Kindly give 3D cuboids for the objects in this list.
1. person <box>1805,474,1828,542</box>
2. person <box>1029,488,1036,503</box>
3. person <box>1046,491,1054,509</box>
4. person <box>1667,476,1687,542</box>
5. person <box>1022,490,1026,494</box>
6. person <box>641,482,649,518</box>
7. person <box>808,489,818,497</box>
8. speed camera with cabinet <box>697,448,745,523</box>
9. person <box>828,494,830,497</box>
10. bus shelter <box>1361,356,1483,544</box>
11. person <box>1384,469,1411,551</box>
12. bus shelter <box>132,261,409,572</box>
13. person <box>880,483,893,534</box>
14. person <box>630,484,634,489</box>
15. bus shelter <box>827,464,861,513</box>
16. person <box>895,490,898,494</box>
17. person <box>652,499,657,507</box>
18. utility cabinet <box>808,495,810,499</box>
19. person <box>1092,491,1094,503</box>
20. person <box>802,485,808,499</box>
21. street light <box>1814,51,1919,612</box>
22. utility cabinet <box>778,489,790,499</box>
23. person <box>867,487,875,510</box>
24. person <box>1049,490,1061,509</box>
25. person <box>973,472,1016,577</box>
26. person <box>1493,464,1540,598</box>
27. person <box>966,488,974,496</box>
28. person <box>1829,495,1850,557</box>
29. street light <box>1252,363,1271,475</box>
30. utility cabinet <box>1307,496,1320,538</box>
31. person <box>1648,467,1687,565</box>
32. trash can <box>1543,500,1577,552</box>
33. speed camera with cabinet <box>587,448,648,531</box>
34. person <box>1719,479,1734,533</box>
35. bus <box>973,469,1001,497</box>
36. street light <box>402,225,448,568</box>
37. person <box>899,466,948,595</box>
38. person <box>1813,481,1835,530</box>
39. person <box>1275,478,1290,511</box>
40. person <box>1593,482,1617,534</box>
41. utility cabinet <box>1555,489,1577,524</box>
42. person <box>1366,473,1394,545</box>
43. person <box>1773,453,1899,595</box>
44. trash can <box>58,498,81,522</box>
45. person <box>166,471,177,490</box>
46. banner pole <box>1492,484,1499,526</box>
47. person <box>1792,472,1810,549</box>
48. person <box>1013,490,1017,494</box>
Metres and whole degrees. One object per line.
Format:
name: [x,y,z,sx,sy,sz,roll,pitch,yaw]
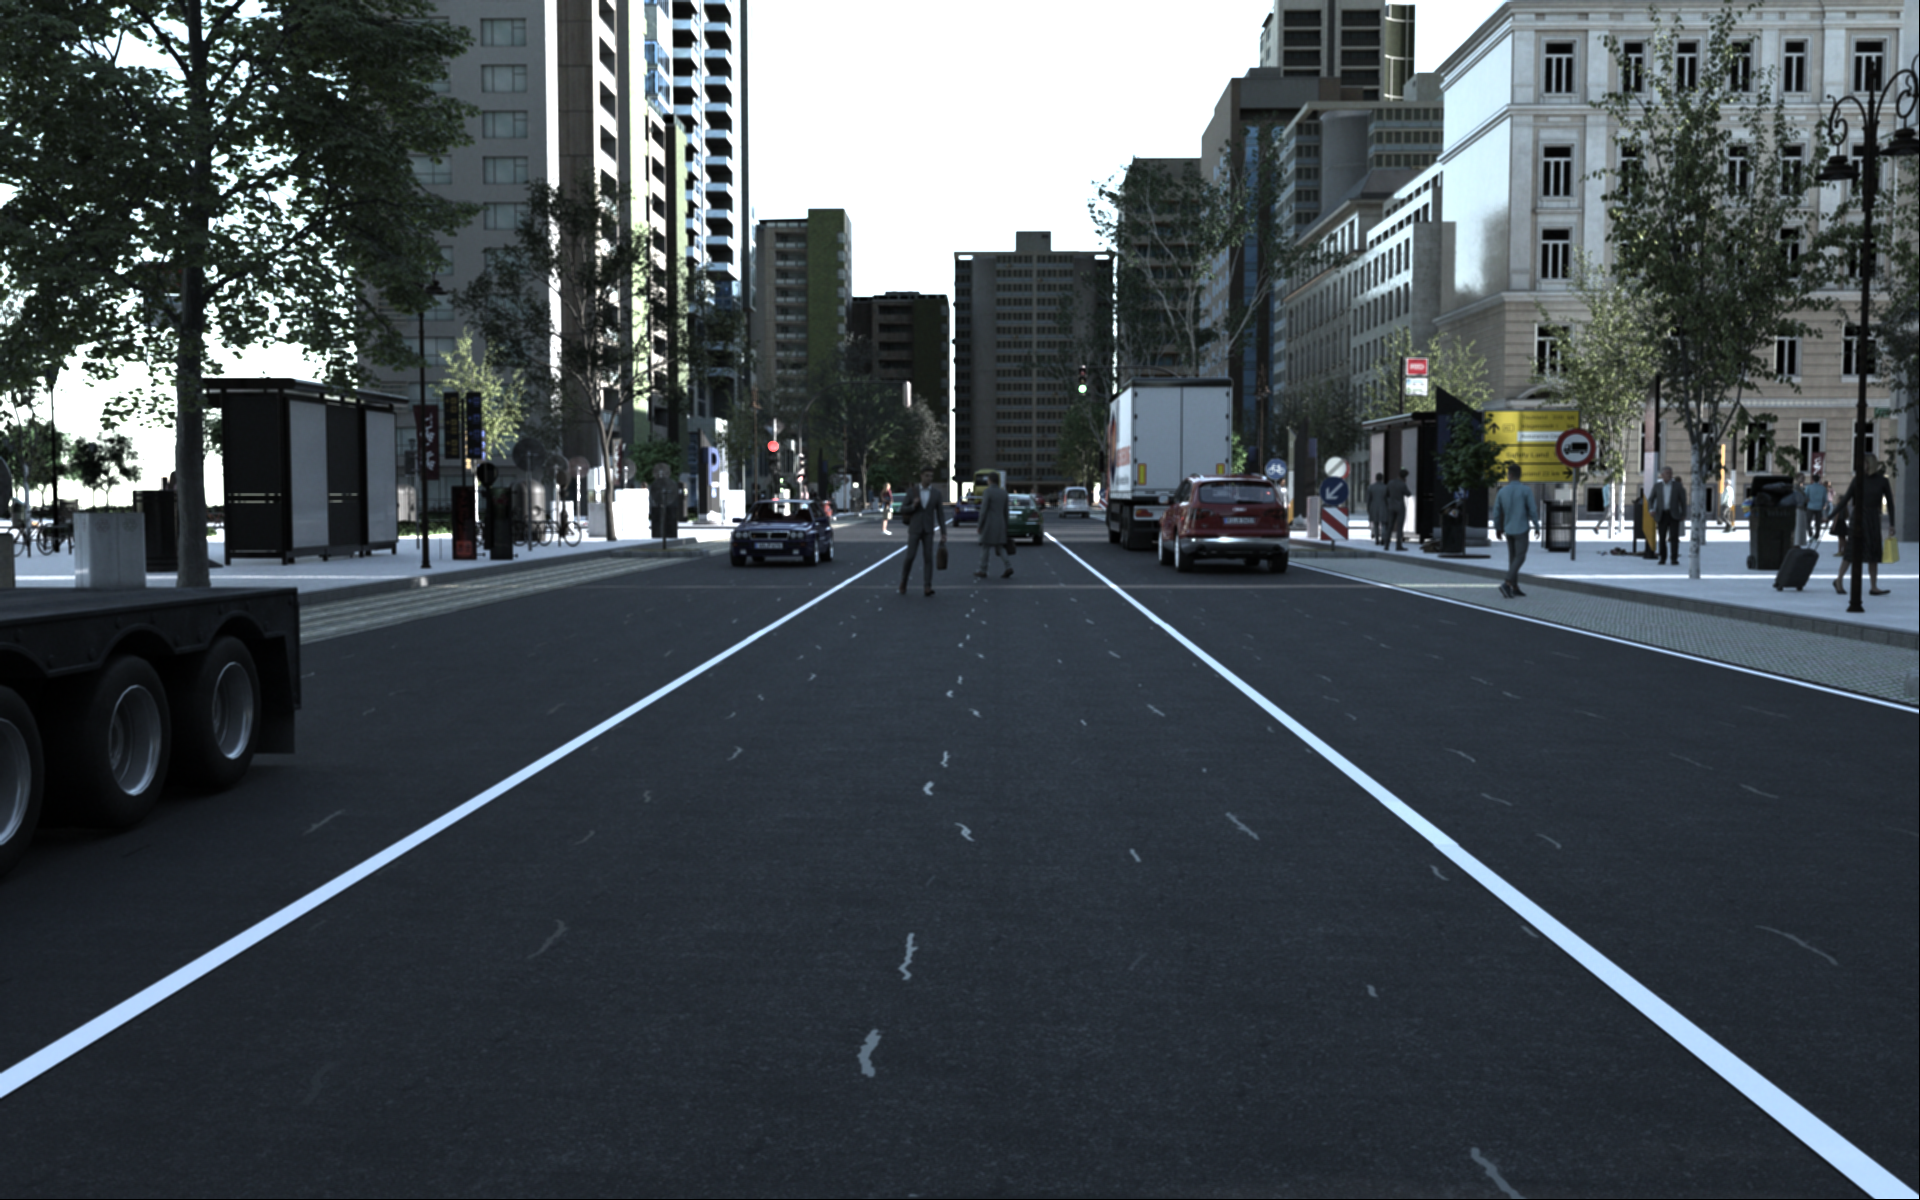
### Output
person: [22.934,-2.473,46.496,0.660,1.820,0.620,0,4,8]
person: [4.069,-5.401,97.375,0.480,1.755,0.524,-1,4,-10]
person: [8.889,-9.786,169.282,1.217,1.735,0.721,-2,4,-27]
person: [19.230,-2.434,46.394,0.519,1.759,0.362,3,5,42]
person: [5.050,-8.104,141.266,0.573,1.790,0.520,3,5,42]
person: [-13.052,-3.947,70.937,0.532,1.782,0.716,-2,4,-27]
person: [-14.262,-9.857,167.335,1.348,1.807,0.705,-2,4,-30]
speed camera with cabinet: [-10.543,-5.011,76.271,2.038,3.252,0.660,-1,4,-16]
person: [-13.280,-10.384,176.538,1.217,1.735,0.721,-1,4,-11]
bus shelter: [12.615,-4.323,48.312,2.179,5.291,8.768,0,4,1]
person: [9.947,-2.051,39.387,0.655,1.846,0.447,3,5,44]
bus shelter: [-12.910,-3.358,32.542,2.179,5.291,8.768,0,4,1]
person: [-2.629,-3.267,61.894,0.573,1.828,0.580,-2,4,-28]
person: [-16.346,-4.898,86.368,0.529,1.795,0.600,1,4,11]
bus shelter: [-8.109,-7.777,121.073,2.014,3.302,5.546,0,4,1]
person: [-7.089,-11.332,191.455,0.705,1.807,1.348,-2,4,-27]
person: [-18.981,-5.966,107.860,0.394,1.301,0.425,1,4,13]
utility cabinet: [-11.019,-6.907,124.098,1.020,1.237,0.306,3,5,44]
person: [16.668,-12.938,218.497,0.530,1.710,0.541,-3,5,-39]
person: [-6.665,-3.985,73.659,0.388,1.821,0.555,2,4,31]
street light: [9.750,-2.807,18.678,0.468,5.910,1.993,0,4,1]
utility cabinet: [-7.948,-4.261,78.342,0.318,1.500,1.173,0,4,5]
person: [-7.026,-7.942,135.913,0.654,1.822,0.581,-1,4,-19]
person: [9.102,-9.588,165.268,1.348,1.823,0.705,0,4,7]
person: [0.573,-1.296,29.790,0.694,1.812,0.767,-3,5,-41]
person: [7.626,-0.953,23.949,0.748,1.841,0.638,-2,4,-34]
person: [0.550,-6.018,106.804,0.656,1.842,0.836,-1,4,-21]
person: [18.081,-1.523,35.617,0.362,1.253,0.373,-2,4,-30]
street light: [10.630,-5.406,61.183,0.468,5.910,1.993,0,4,1]
utility cabinet: [10.340,-2.423,50.775,0.306,1.237,1.020,0,4,7]
person: [12.809,-1.523,31.345,0.661,1.777,0.834,1,4,16]
trash can: [13.317,-1.640,38.471,0.748,1.137,0.748,0,3,0]
speed camera with cabinet: [-11.783,-3.990,59.566,2.038,3.252,0.660,-3,5,-41]
person: [25.423,-3.105,57.298,0.515,1.767,0.782,3,5,40]
bus: [2.660,-10.948,170.541,2.896,3.916,12.252,0,4,1]
street light: [-9.267,-3.491,29.873,0.468,5.910,1.993,0,4,1]
person: [-0.531,-0.987,24.600,0.622,1.834,0.822,-1,4,-21]
person: [30.910,-3.386,61.994,0.593,1.750,0.643,-1,4,-16]
person: [10.875,-3.244,58.933,0.661,1.843,0.795,-1,4,-20]
person: [20.520,-3.004,55.025,0.748,1.841,0.638,1,4,19]
utility cabinet: [25.668,-3.956,73.357,0.318,1.500,1.173,-1,4,-14]
person: [10.575,-2.287,43.531,0.694,1.812,0.767,2,4,25]
person: [11.364,-0.984,22.355,0.699,1.804,1.509,-1,4,-20]
trash can: [-30.427,-2.905,59.146,0.748,1.137,0.748,0,3,0]
person: [-18.006,-2.069,39.884,0.555,1.821,0.388,1,4,18]
banner pole: [21.839,-4.918,70.420,0.401,3.779,0.863,1,4,10]
person: [18.566,-1.937,38.259,0.362,1.759,0.519,3,5,42]
person: [4.517,-8.340,145.107,0.529,1.795,0.600,-1,4,-19]
